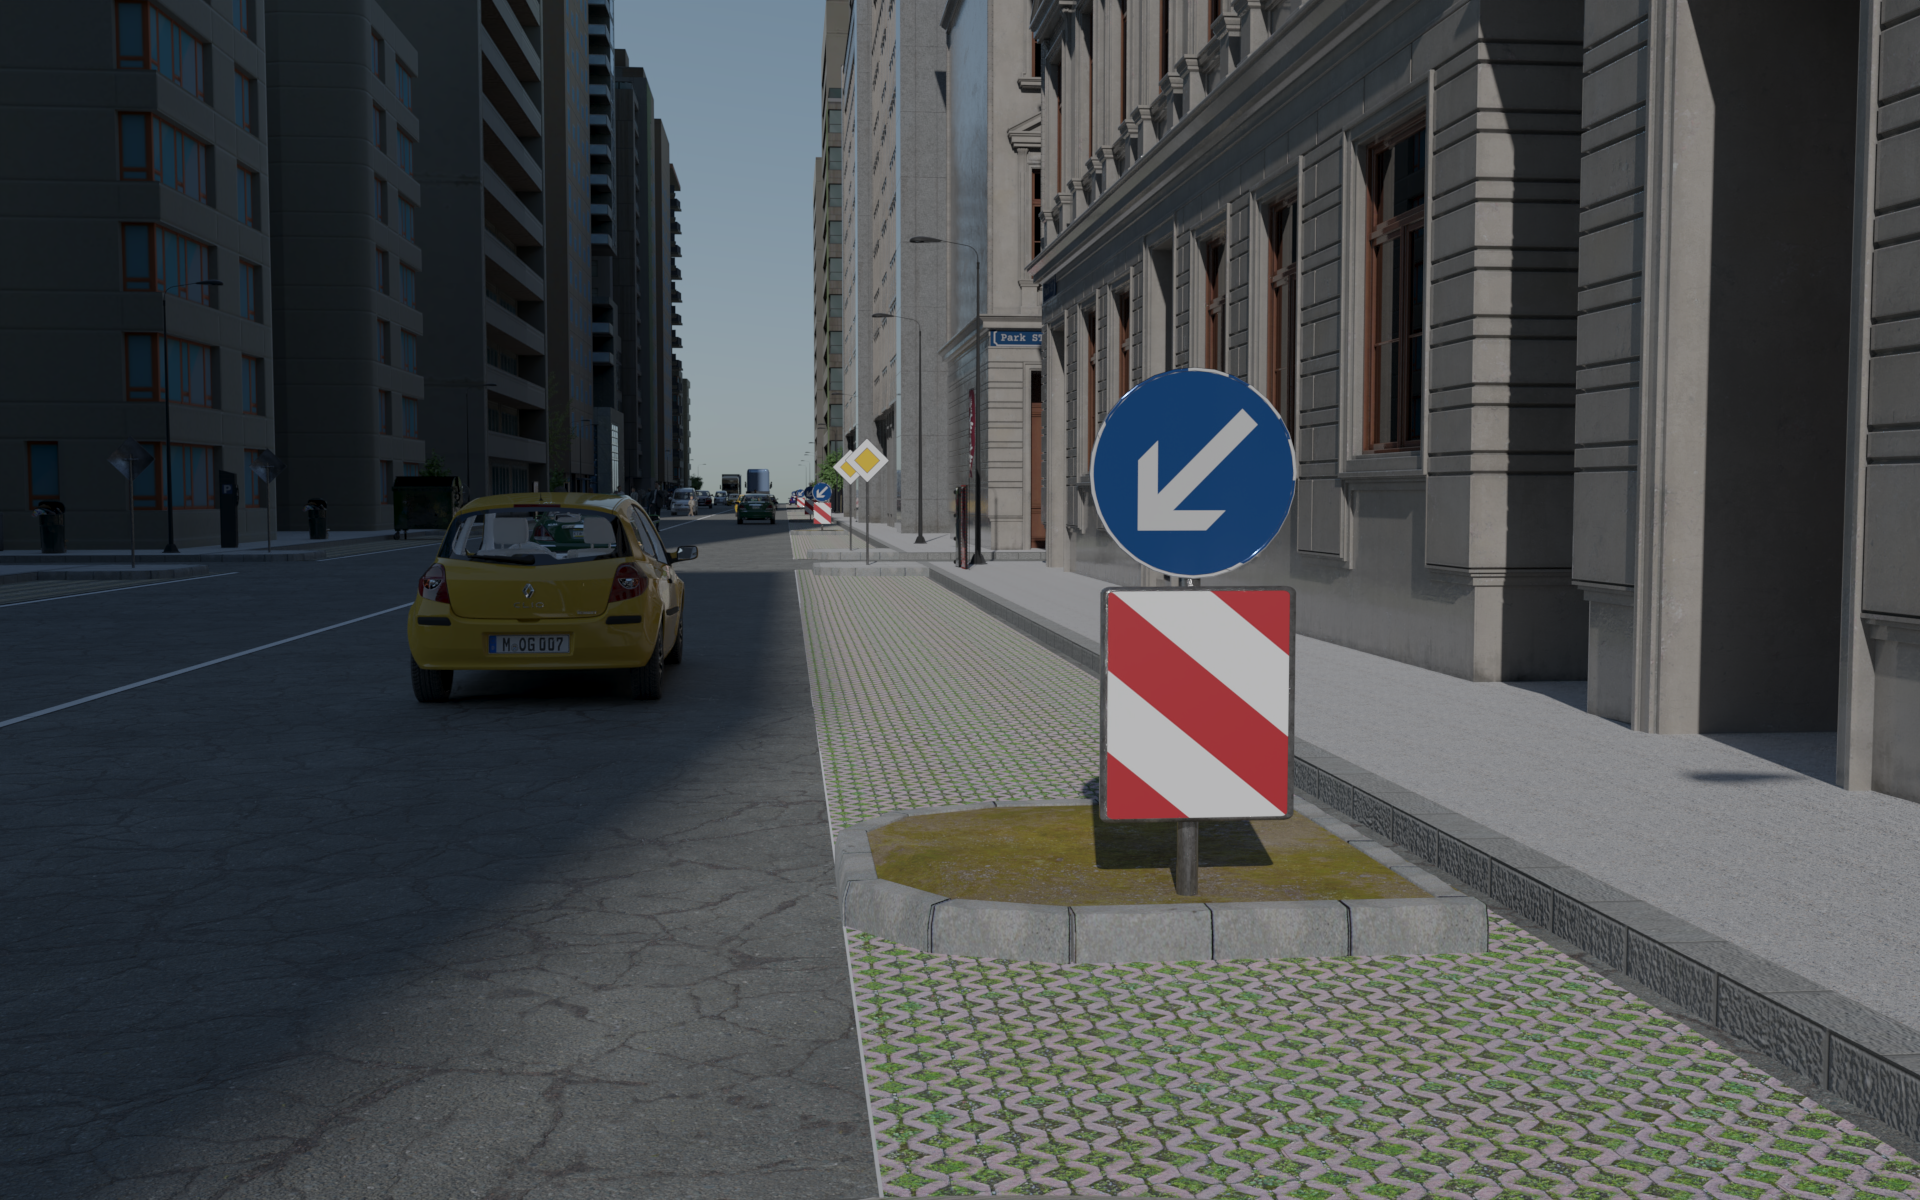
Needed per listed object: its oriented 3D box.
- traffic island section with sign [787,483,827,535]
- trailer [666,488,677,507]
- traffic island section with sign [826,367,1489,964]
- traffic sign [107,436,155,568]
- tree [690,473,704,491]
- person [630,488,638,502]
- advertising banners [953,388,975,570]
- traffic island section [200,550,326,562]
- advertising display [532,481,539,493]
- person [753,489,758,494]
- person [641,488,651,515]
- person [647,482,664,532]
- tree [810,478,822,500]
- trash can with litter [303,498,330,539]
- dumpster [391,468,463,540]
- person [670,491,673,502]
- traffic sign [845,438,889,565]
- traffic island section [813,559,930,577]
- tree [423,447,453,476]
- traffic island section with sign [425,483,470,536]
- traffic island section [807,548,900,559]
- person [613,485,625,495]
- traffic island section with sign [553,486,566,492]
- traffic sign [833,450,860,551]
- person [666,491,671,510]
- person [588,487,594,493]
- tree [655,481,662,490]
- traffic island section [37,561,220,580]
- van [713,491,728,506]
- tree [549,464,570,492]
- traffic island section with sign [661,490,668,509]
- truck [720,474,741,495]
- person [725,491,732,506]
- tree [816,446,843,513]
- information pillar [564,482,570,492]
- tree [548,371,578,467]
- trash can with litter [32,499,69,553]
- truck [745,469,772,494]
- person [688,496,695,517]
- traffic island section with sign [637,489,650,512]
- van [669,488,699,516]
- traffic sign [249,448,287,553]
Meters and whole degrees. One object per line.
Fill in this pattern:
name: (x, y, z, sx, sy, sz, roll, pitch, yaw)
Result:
traffic island section with sign: (-4.940, -3.175, 60.535, 1.989, 1.847, 2.006, 0, 4, -6)
trailer: (-28.347, -10.037, 171.161, 1.471, 1.999, 3.904, 0, 4, -6)
traffic island section with sign: (0.555, 0.148, 6.213, 1.989, 1.847, 2.006, 0, 4, -6)
traffic sign: (-14.358, -1.614, 30.024, 0.795, 2.450, 0.064, 0, 4, -6)
tree: (-41.641, -17.551, 270.675, 4.285, 4.588, 4.351, 0, 3, 0)
person: (-19.881, -5.925, 105.477, 0.635, 1.810, 0.391, 2, 4, 28)
advertising banners: (0.075, -2.042, 29.580, 0.090, 3.025, 2.074, -1, 4, -8)
traffic island section: (-15.185, -0.963, 38.028, 2.009, 0.180, 2.903, 0, 4, -6)
advertising display: (-21.853, -5.132, 89.121, 0.123, 1.923, 0.974, 0, 4, 0)
person: (-17.560, -8.574, 148.641, 1.348, 1.831, 0.705, -1, 4, -16)
person: (-21.154, -6.695, 118.050, 1.350, 1.814, 0.705, 1, 4, 13)
person: (-11.496, -3.526, 65.509, 0.648, 1.900, 0.474, -1, 4, -14)
tree: (-17.006, -12.824, 204.277, 1.663, 3.219, 1.824, 0, 3, 0)
trash can with litter: (-18.278, -2.315, 49.233, 0.624, 1.170, 1.055, -1, 4, -13)
dumpster: (-16.624, -3.003, 54.054, 1.985, 2.255, 1.502, 0, 4, -4)
person: (-25.650, -8.886, 154.574, 1.217, 1.735, 0.721, 3, 5, 40)
traffic sign: (-1.677, -1.691, 31.283, 0.795, 2.450, 0.064, 0, 4, -6)
traffic island section: (-1.654, -0.555, 31.362, 2.009, 0.180, 2.903, 0, 4, -6)
tree: (-22.049, -4.752, 72.292, 1.663, 3.219, 1.824, 0, 3, 0)
traffic island section with sign: (-17.459, -3.166, 60.397, 1.989, 1.847, 2.006, 0, 4, -6)
traffic island section: (-2.458, -1.041, 39.307, 2.009, 0.180, 2.903, 0, 4, -6)
person: (-15.863, -4.389, 80.359, 0.679, 1.850, 0.850, 0, 4, -7)
traffic island section with sign: (-20.227, -4.832, 87.634, 1.989, 1.847, 2.006, 0, 4, -6)
traffic sign: (-2.481, -2.176, 39.228, 0.795, 2.450, 0.064, 0, 4, -6)
person: (-25.569, -8.738, 152.162, 0.445, 1.727, 0.742, 0, 4, 0)
person: (-17.814, -4.534, 83.226, 0.643, 1.750, 0.593, 0, 4, 4)
tree: (-33.264, -11.869, 188.664, 1.663, 3.219, 1.824, 0, 3, 0)
traffic island section: (-14.381, -0.477, 30.083, 2.009, 0.180, 2.903, 0, 4, -6)
van: (-30.144, -12.923, 218.306, 2.013, 2.044, 4.112, 0, 4, -4)
tree: (-25.941, -7.126, 111.119, 1.663, 3.219, 1.824, 0, 3, 0)
traffic island section with sign: (-28.001, -9.527, 164.398, 1.989, 1.847, 2.006, 0, 4, -6)
truck: (-32.306, -15.647, 244.745, 2.839, 4.237, 11.283, 0, 4, -5)
person: (-28.289, -12.491, 212.804, 1.350, 1.814, 0.705, -3, 5, -40)
tree: (-8.019, -8.155, 117.041, 4.285, 4.588, 4.351, 0, 3, 0)
information pillar: (-24.751, -6.398, 109.091, 0.304, 2.012, 0.304, 0, 4, 1)
tree: (-24.658, -9.237, 101.387, 4.737, 8.622, 4.395, 0, 3, 0)
trash can with litter: (-19.711, -1.601, 37.564, 0.624, 1.170, 1.055, -1, 4, -21)
truck: (-20.979, -11.581, 179.107, 2.967, 4.110, 18.799, 0, 4, -6)
person: (-16.825, -5.865, 108.667, 0.640, 1.303, 0.475, 2, 4, 34)
traffic island section with sign: (-25.278, -7.887, 137.581, 1.989, 1.847, 2.006, 0, 4, -6)
van: (-18.579, -6.710, 116.727, 2.013, 2.044, 4.112, 0, 4, -6)
traffic sign: (-15.163, -2.099, 37.969, 0.795, 2.450, 0.064, 0, 4, -6)
